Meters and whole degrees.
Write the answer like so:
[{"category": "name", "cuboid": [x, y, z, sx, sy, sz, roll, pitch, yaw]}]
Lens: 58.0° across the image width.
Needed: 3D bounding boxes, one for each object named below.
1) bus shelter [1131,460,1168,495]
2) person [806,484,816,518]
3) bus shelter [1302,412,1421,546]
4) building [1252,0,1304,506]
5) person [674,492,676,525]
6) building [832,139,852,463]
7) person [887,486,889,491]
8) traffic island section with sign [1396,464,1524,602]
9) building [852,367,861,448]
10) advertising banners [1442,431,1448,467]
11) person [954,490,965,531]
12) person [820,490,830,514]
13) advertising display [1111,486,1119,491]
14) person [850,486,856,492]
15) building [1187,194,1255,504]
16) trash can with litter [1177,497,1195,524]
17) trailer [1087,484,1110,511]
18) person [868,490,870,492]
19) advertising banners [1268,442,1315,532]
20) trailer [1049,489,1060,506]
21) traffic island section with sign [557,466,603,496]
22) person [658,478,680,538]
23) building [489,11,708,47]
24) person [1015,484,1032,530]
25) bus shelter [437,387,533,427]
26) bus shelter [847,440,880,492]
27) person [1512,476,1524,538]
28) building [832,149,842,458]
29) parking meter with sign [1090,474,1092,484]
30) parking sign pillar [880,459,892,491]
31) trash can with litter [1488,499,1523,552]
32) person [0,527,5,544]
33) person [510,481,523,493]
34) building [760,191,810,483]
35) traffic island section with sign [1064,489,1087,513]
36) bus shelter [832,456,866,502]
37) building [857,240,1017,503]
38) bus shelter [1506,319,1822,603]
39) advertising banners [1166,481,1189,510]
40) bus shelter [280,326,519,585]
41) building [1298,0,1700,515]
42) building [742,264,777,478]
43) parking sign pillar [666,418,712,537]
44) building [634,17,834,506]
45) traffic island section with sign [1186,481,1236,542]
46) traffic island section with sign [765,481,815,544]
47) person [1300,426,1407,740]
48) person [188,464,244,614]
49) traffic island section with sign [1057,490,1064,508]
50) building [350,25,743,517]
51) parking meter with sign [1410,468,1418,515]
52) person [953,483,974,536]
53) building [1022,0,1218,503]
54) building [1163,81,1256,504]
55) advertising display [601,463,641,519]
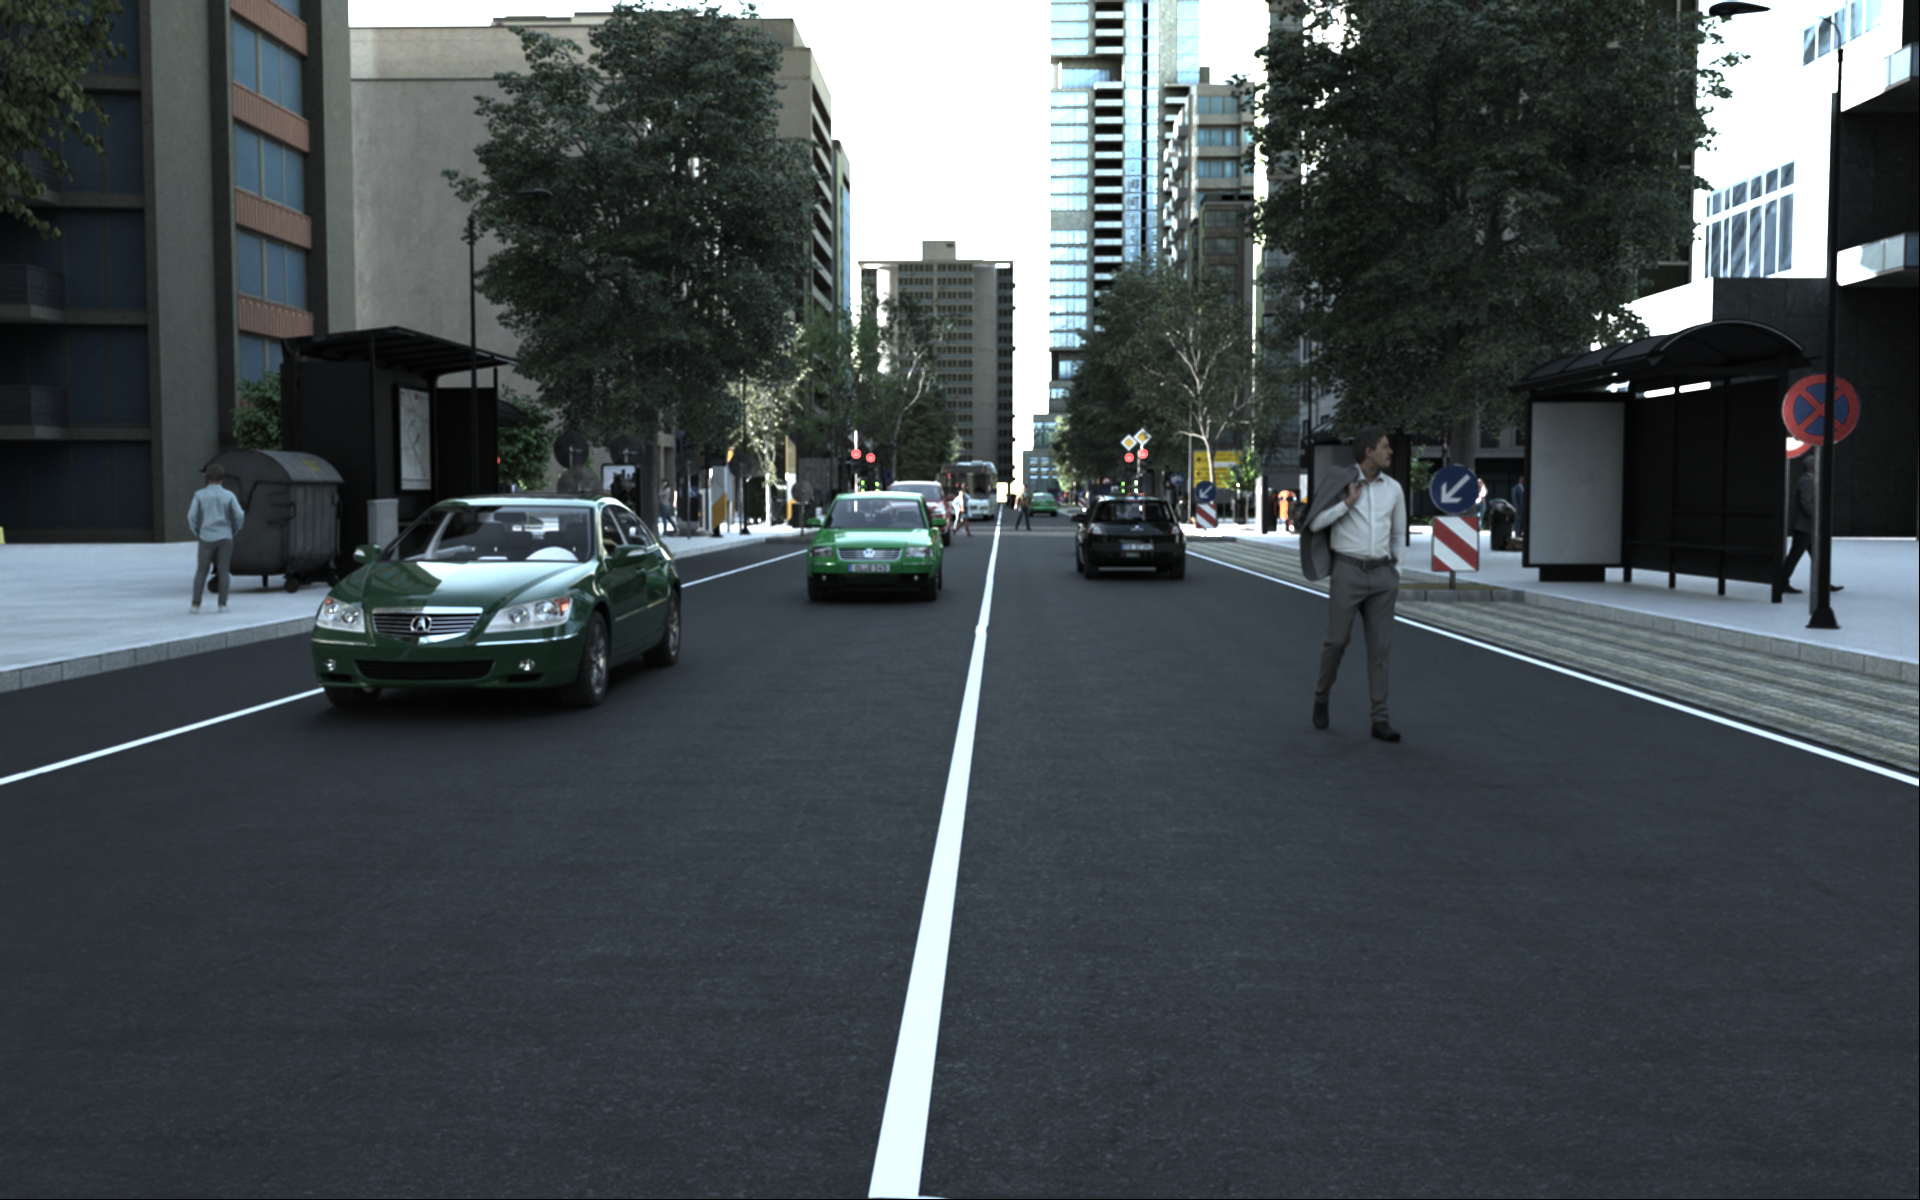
[{"category": "bus shelter", "cuboid": [11.306, -6.791, 104.963, 2.014, 3.302, 5.546, 0, 4, 2]}, {"category": "person", "cuboid": [-6.720, -4.291, 78.012, 0.648, 1.900, 0.474, 2, 4, 24]}, {"category": "bus shelter", "cuboid": [10.301, -3.109, 44.761, 2.014, 3.302, 5.546, 0, 4, 2]}, {"category": "building", "cuboid": [30.468, -27.843, 138.833, 14.154, 41.232, 14.086, 0, 4, 1]}, {"category": "person", "cuboid": [-11.171, -3.844, 68.901, 0.388, 1.821, 0.555, 1, 4, 14]}, {"category": "building", "cuboid": [-21.126, -34.528, 214.639, 14.200, 45.320, 14.600, 0, 4, 1]}, {"category": "person", "cuboid": [-3.573, -4.904, 88.558, 0.818, 1.842, 0.514, -2, 4, -29]}, {"category": "traffic island section with sign", "cuboid": [6.500, -0.930, 23.834, 1.989, 1.847, 2.006, 0, 4, 1]}, {"category": "building", "cuboid": [-29.811, -25.716, 265.491, 28.899, 21.520, 27.650, 0, 4, 1]}, {"category": "advertising banners", "cuboid": [11.663, -2.750, 41.158, 0.090, 3.025, 2.074, 0, 4, 5]}, {"category": "person", "cuboid": [0.044, -3.435, 66.471, 0.589, 1.601, 0.330, 1, 4, 23]}, {"category": "person", "cuboid": [-8.492, -6.297, 109.124, 0.709, 1.813, 0.853, 1, 4, 11]}, {"category": "advertising display", "cuboid": [11.784, -7.776, 132.356, 0.123, 1.923, 0.974, 3, 5, 44]}, {"category": "person", "cuboid": [-6.476, -5.994, 104.315, 0.678, 1.792, 0.850, 0, 4, 6]}, {"category": "building", "cuboid": [29.963, -24.283, 168.730, 14.160, 30.474, 14.107, 0, 4, 1]}, {"category": "trash can with litter", "cuboid": [9.756, -3.809, 73.660, 1.055, 1.170, 0.624, 2, 4, 29]}, {"category": "trailer", "cuboid": [7.967, -5.620, 98.941, 1.471, 1.999, 3.904, 0, 4, 2]}, {"category": "person", "cuboid": [-6.399, -7.197, 123.889, 0.592, 1.802, 0.473, 0, 4, -2]}, {"category": "advertising banners", "cuboid": [11.248, -3.817, 58.600, 2.074, 3.025, 0.090, 1, 4, 10]}, {"category": "trailer", "cuboid": [10.102, -11.026, 187.324, 1.471, 1.999, 3.904, 0, 4, 2]}, {"category": "traffic island section with sign", "cuboid": [-5.328, -0.937, 23.945, 1.989, 1.847, 2.006, 0, 4, 1]}, {"category": "person", "cuboid": [-8.586, -2.710, 50.937, 0.643, 1.750, 0.593, 0, 4, -6]}, {"category": "building", "cuboid": [-42.417, -40.925, 211.126, 28.212, 58.520, 21.231, 0, 4, 1]}, {"category": "person", "cuboid": [2.526, -3.735, 69.478, 0.836, 1.842, 0.656, 3, 5, 44]}, {"category": "bus shelter", "cuboid": [-10.017, -2.424, 33.557, 2.014, 3.302, 5.546, 0, 4, 2]}, {"category": "bus shelter", "cuboid": [-7.346, -9.286, 129.462, 2.179, 5.291, 8.768, 0, 4, 2]}, {"category": "person", "cuboid": [16.317, -2.703, 50.421, 0.721, 1.800, 0.419, -3, 4, -39]}, {"category": "building", "cuboid": [-21.228, -31.550, 199.429, 14.154, 41.232, 14.086, 0, 4, 1]}, {"category": "parking meter with sign", "cuboid": [12.157, -9.437, 150.551, 1.738, 3.016, 0.543, 2, 4, 29]}, {"category": "parking sign pillar", "cuboid": [-5.745, -8.964, 135.028, 1.447, 3.967, 1.447, 2, 4, 25]}, {"category": "trash can with litter", "cuboid": [12.378, -1.688, 38.979, 0.624, 1.170, 1.055, -1, 4, -20]}, {"category": "person", "cuboid": [-16.780, -1.431, 29.652, 0.699, 1.804, 1.509, -2, 4, -31]}, {"category": "person", "cuboid": [-15.096, -3.227, 58.907, 0.850, 1.850, 0.679, 3, 5, 41]}, {"category": "building", "cuboid": [-22.033, -24.002, 164.136, 14.160, 30.474, 14.107, 0, 4, 1]}, {"category": "traffic island section with sign", "cuboid": [9.243, -7.628, 133.346, 1.989, 1.847, 2.006, 0, 4, 1]}, {"category": "bus shelter", "cuboid": [-6.995, -7.148, 108.147, 1.731, 3.624, 6.357, 0, 4, 1]}, {"category": "building", "cuboid": [-3.292, -35.207, 267.513, 23.993, 40.220, 32.217, 0, 4, 1]}, {"category": "bus shelter", "cuboid": [8.983, -1.766, 22.793, 2.014, 3.302, 5.546, 0, 4, 1]}, {"category": "advertising banners", "cuboid": [13.634, -6.857, 108.300, 2.074, 3.025, 0.090, -2, 4, -25]}, {"category": "bus shelter", "cuboid": [-8.652, -2.207, 27.375, 1.731, 3.624, 6.357, 0, 4, 1]}, {"category": "building", "cuboid": [31.954, -40.491, 100.283, 20.611, 71.187, 20.563, 0, 4, 1]}, {"category": "building", "cuboid": [-22.171, -20.926, 139.400, 12.463, 27.353, 25.104, 0, 4, 1]}, {"category": "parking sign pillar", "cuboid": [-8.293, -3.924, 52.622, 1.447, 3.967, 1.447, -1, 4, -22]}, {"category": "building", "cuboid": [-24.968, -34.115, 181.484, 21.300, 48.544, 21.600, 0, 4, 1]}, {"category": "traffic island section with sign", "cuboid": [7.216, -2.667, 52.239, 1.989, 1.847, 2.006, 0, 4, 1]}, {"category": "traffic island section with sign", "cuboid": [-4.641, -2.599, 51.122, 1.989, 1.847, 2.006, 0, 4, 1]}, {"category": "person", "cuboid": [2.348, -0.106, 10.332, 0.679, 1.850, 0.850, -1, 4, -15]}, {"category": "person", "cuboid": [-8.040, -0.664, 18.711, 0.589, 1.601, 0.330, -1, 4, -16]}, {"category": "traffic island section with sign", "cuboid": [10.477, -10.672, 183.118, 1.989, 1.847, 2.006, 0, 4, 1]}, {"category": "building", "cuboid": [-25.864, -18.635, 109.200, 19.350, 26.468, 34.151, 0, 4, 1]}, {"category": "parking meter with sign", "cuboid": [20.941, -5.201, 81.304, 0.543, 3.016, 1.738, 2, 4, 34]}, {"category": "person", "cuboid": [0.109, -3.053, 58.507, 0.778, 1.811, 0.616, 1, 4, 17]}, {"category": "building", "cuboid": [24.887, -57.931, 259.836, 31.000, 86.520, 22.319, 0, 4, 1]}, {"category": "building", "cuboid": [35.934, -35.799, 204.926, 23.786, 49.044, 30.456, 0, 4, 1]}, {"category": "advertising display", "cuboid": [-7.108, -1.901, 36.302, 0.974, 1.923, 0.123, 2, 4, 30]}]
